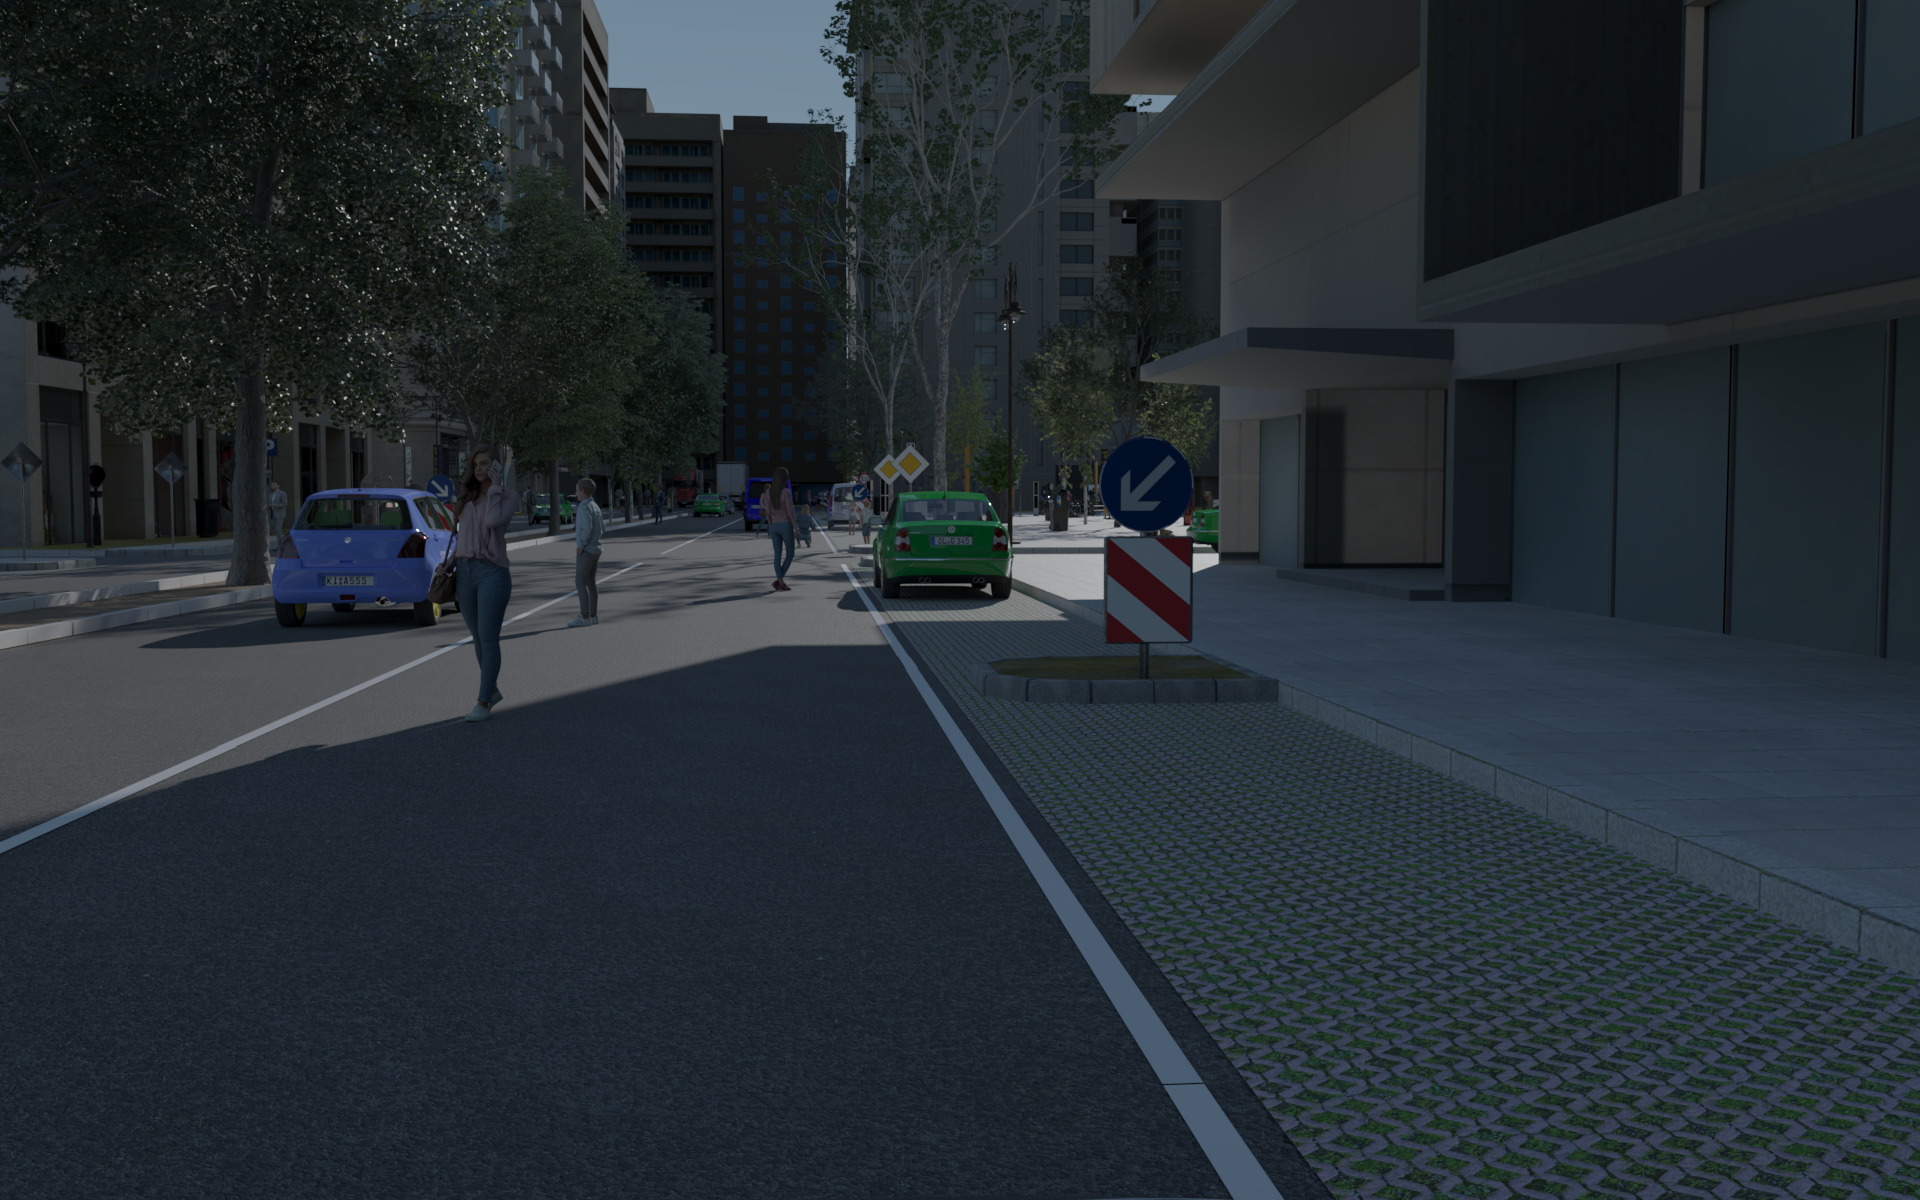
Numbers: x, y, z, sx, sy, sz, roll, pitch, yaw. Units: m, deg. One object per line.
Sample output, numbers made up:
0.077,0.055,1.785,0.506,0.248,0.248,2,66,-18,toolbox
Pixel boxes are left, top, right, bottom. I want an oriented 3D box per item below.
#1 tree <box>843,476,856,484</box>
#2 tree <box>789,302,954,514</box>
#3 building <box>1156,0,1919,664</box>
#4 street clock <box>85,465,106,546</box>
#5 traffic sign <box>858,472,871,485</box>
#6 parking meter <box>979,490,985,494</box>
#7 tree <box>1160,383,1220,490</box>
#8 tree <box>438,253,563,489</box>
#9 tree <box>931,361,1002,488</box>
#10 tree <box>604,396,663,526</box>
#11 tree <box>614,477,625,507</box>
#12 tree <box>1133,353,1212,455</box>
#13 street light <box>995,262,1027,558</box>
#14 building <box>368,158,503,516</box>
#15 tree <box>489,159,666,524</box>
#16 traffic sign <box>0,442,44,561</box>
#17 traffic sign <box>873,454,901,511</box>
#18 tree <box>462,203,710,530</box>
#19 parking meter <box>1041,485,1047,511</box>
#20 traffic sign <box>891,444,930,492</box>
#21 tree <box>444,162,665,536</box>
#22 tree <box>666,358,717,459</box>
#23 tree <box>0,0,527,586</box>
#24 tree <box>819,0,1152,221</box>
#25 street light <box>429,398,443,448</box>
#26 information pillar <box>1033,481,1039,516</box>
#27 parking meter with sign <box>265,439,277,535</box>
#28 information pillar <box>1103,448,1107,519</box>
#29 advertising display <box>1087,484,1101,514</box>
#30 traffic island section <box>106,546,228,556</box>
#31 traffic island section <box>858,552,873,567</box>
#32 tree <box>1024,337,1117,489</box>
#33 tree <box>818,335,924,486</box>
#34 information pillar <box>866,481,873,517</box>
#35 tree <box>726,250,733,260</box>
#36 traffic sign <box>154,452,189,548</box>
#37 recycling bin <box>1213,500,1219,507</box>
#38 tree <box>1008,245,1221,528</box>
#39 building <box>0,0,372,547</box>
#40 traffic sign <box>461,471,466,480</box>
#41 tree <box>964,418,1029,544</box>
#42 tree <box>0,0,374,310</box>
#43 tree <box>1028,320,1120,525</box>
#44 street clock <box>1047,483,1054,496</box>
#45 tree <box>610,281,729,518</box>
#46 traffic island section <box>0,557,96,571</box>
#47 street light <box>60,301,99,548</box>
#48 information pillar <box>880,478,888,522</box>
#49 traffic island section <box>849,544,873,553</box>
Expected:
-10.364,-10.017,158.385,1.663,3.219,1.824,0,3,0,tree
-5.798,-12.263,110.866,12.009,13.543,11.850,0,3,0,tree
16.936,-26.297,19.202,28.713,52.752,27.495,0,4,-5,building
-21.528,-2.361,43.166,0.471,2.002,0.358,-2,4,-24,street clock
-5.631,-6.243,102.182,0.768,2.556,0.104,0,4,-1,traffic sign
1.458,-6.543,115.384,0.372,1.533,0.369,0,3,0,parking meter
14.508,-9.887,112.022,4.737,8.622,4.395,0,3,0,tree
-13.712,-6.035,51.491,4.360,8.622,3.978,0,3,0,tree
0.383,-8.929,96.358,4.737,8.622,4.395,0,3,0,tree
-15.529,-7.587,76.859,4.737,8.622,4.395,0,3,0,tree
-34.695,-11.102,176.116,1.663,3.219,1.824,0,3,0,tree
10.564,-8.328,86.522,4.360,8.622,3.978,0,3,0,tree
1.006,-3.785,34.677,0.468,5.910,1.993,0,4,-5,street light
-32.898,-14.914,94.752,10.553,20.767,40.483,0,4,-5,building
-12.484,-6.615,45.018,8.767,10.594,7.601,0,4,-5,tree
-18.024,-1.815,33.314,0.795,2.450,0.064,0,4,-5,traffic sign
-1.752,-2.397,42.840,0.795,2.450,0.064,0,4,-5,traffic sign
-14.835,-9.088,68.050,9.611,12.733,9.660,0,3,0,tree
5.331,-6.366,109.794,0.399,1.863,0.255,0,4,-4,parking meter
-1.003,-1.911,34.890,0.795,2.450,0.064,0,4,-5,traffic sign
-14.062,-8.494,59.456,7.486,12.596,7.792,0,3,0,tree
-15.929,-8.941,83.047,8.767,10.594,7.601,0,4,-5,tree
-11.207,-7.208,26.959,9.857,13.997,8.962,0,3,0,tree
-0.018,-12.065,53.155,12.611,20.169,13.585,0,3,0,tree
-24.538,-6.637,81.307,0.468,5.910,1.993,0,4,-5,street light
4.425,-5.894,100.860,0.304,2.012,0.304,0,4,2,information pillar
-21.637,-3.508,53.610,0.543,3.016,1.738,0,4,-6,parking meter with sign
7.460,-5.971,88.985,0.183,3.616,0.504,0,4,-2,information pillar
8.548,-6.444,110.574,0.974,1.923,0.123,-2,4,-32,advertising display
-18.796,-1.165,41.323,2.009,0.180,2.903,0,4,-5,traffic island section
-0.980,-0.776,34.969,2.009,0.180,2.903,0,4,-5,traffic island section
4.931,-7.825,78.306,4.360,8.622,3.978,0,3,0,tree
-6.365,-12.511,122.680,7.486,12.596,7.792,0,3,0,tree
-4.928,-5.487,94.206,0.304,2.012,0.304,1,4,17,information pillar
-4.824,-14.103,86.478,12.611,20.169,13.585,0,3,0,tree
-18.773,-2.301,41.264,0.795,2.450,0.064,0,4,-5,traffic sign
11.445,-4.018,78.242,0.722,1.027,0.722,-1,4,-11,recycling bin
6.039,-8.033,65.750,8.767,10.594,7.601,0,4,-5,tree
-33.617,-15.449,57.101,19.350,26.468,34.151,0,4,-5,building
-24.870,-5.357,87.699,0.768,2.556,0.104,0,4,-5,traffic sign
0.916,-3.050,44.464,1.663,3.219,1.824,0,3,0,tree
-10.000,-4.941,17.658,8.767,10.594,7.601,0,4,-5,tree
5.058,-7.471,72.511,4.737,8.622,4.395,0,3,0,tree
5.983,-6.746,114.863,0.358,2.002,0.471,3,4,36,street clock
-18.308,-11.928,104.141,9.857,13.997,8.962,0,3,0,tree
-18.047,-0.678,33.373,2.009,0.180,2.903,0,4,-5,traffic island section
-20.816,-4.187,41.244,0.468,5.910,1.993,0,4,-5,street light
-3.459,-4.598,79.676,0.304,2.012,0.304,2,4,34,information pillar
-1.729,-1.262,42.919,2.009,0.180,2.903,0,4,-5,traffic island section
